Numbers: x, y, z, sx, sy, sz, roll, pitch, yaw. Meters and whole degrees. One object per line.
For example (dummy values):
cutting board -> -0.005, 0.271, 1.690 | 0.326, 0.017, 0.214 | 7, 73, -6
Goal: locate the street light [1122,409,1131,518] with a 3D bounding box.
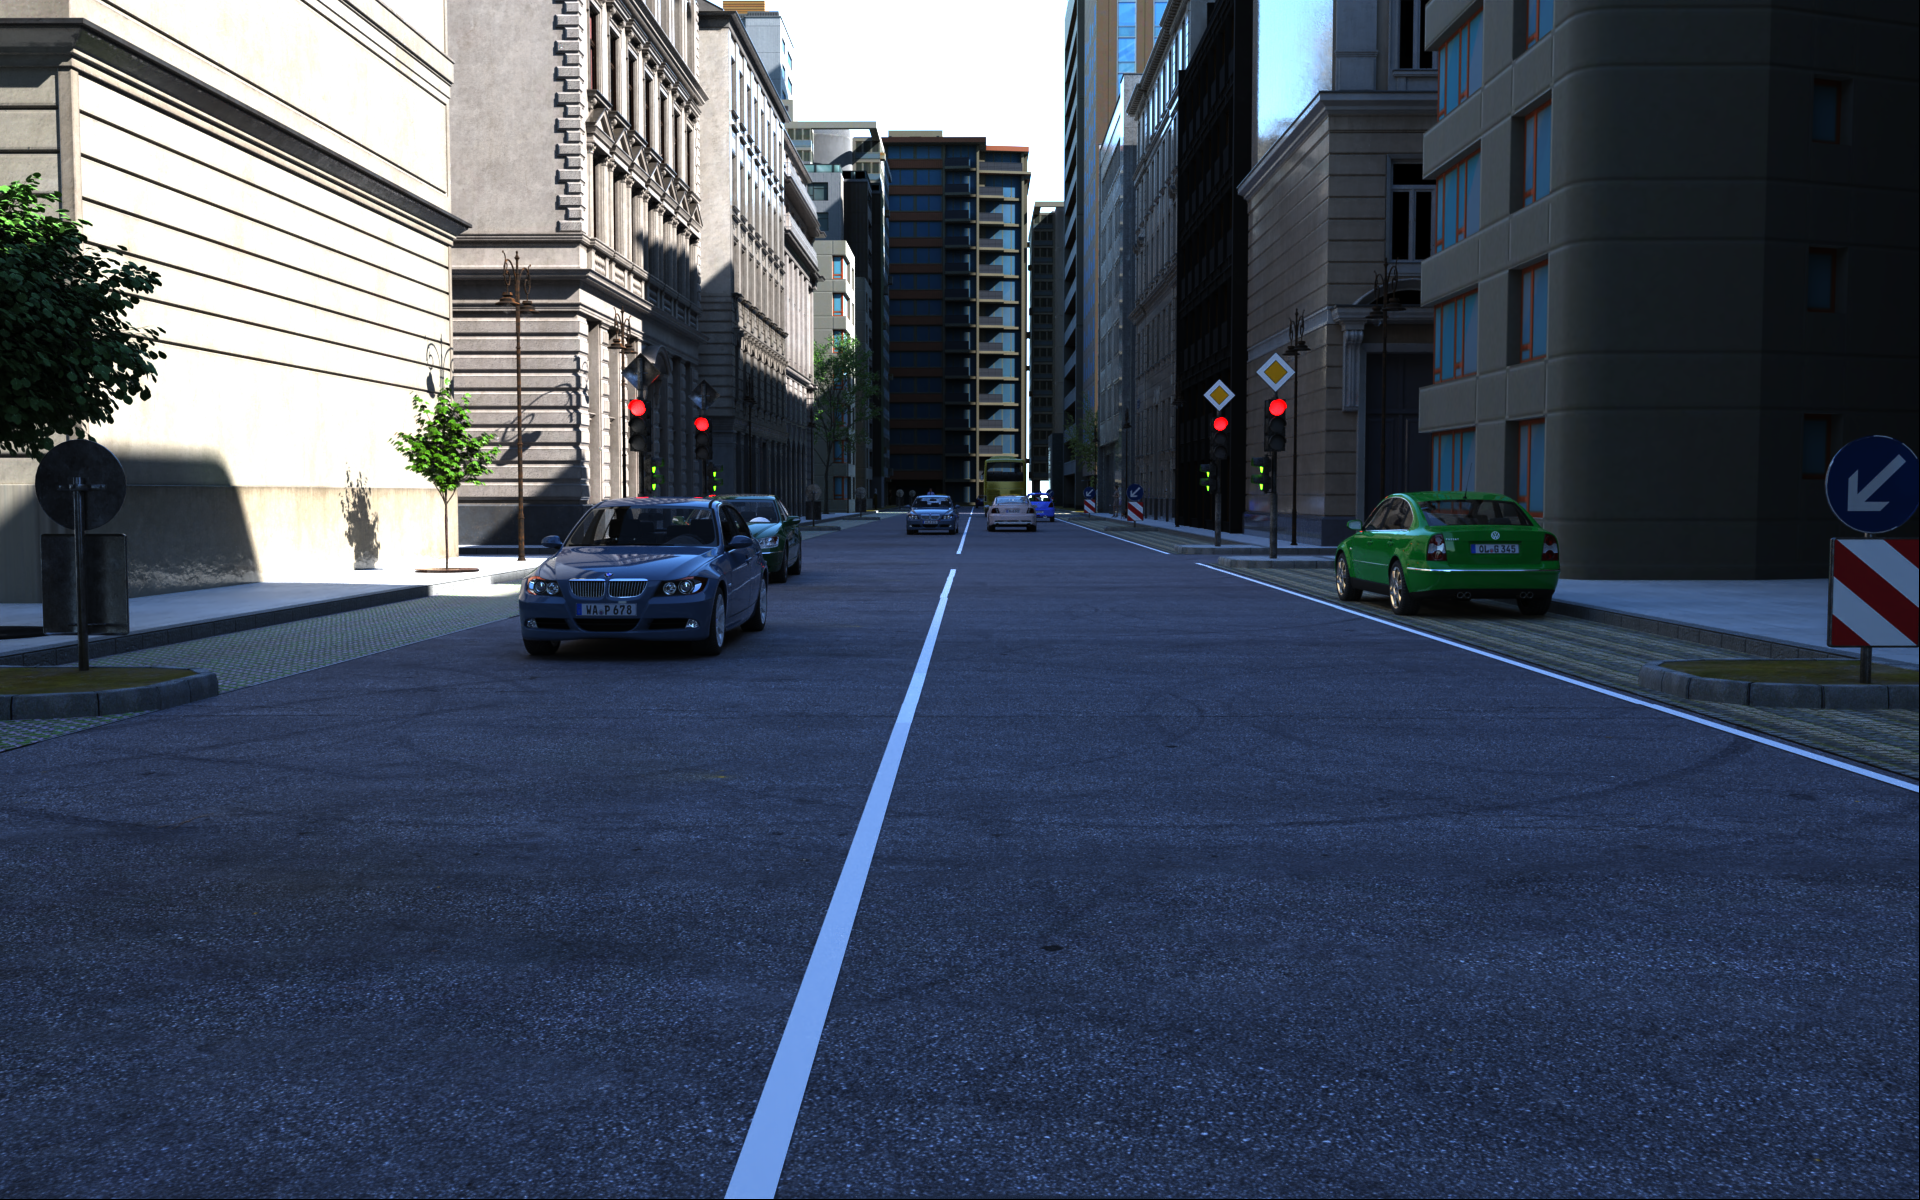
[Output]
street light -> 8.878, -7.307, 92.253 | 0.468, 5.910, 1.993 | 0, 4, 1

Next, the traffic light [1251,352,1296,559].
traffic light -> 6.224, -2.782, 34.403 | 0.839, 4.253, 0.868 | 0, 4, 1

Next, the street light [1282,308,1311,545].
street light -> 8.385, -4.313, 43.299 | 0.468, 5.910, 1.993 | 0, 4, 1

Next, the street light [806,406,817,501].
street light -> -7.811, -7.251, 91.348 | 0.468, 5.910, 1.993 | 0, 4, 1

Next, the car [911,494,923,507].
car -> -4.623, -11.211, 193.084 | 2.009, 1.686, 4.222 | 0, 4, -1

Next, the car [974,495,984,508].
car -> 2.433, -9.930, 174.943 | 1.945, 1.354, 3.894 | 0, 4, 1

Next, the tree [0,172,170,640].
tree -> -9.038, -1.953, 15.647 | 4.285, 4.588, 4.351 | 0, 3, 0

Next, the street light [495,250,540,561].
street light -> -8.418, -3.688, 33.079 | 0.468, 5.910, 1.993 | 0, 4, 1

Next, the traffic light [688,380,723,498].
traffic light -> -6.255, -3.277, 42.500 | 0.839, 4.253, 0.868 | 0, 4, 1

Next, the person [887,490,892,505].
person -> -7.935, -11.505, 194.668 | 0.721, 1.766, 1.217 | -1, 4, -22

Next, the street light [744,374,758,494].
street light -> -8.117, -5.761, 66.987 | 0.468, 5.910, 1.993 | 0, 4, 1

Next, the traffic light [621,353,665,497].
traffic light -> -6.336, -2.789, 34.515 | 0.839, 4.253, 0.868 | 0, 4, 1

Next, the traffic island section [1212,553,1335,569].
traffic island section -> 6.264, -0.748, 34.517 | 2.009, 0.180, 2.903 | 0, 4, 1

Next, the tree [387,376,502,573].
tree -> -8.332, -2.073, 28.500 | 1.663, 3.219, 1.824 | 0, 3, 0

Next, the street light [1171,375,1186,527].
street light -> 8.498, -5.794, 67.523 | 0.468, 5.910, 1.993 | 0, 4, 1

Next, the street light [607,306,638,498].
street light -> -8.302, -4.280, 42.764 | 0.468, 5.910, 1.993 | 0, 4, 1

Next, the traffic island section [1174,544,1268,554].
traffic island section -> 6.346, -1.237, 42.501 | 2.009, 0.180, 2.903 | 0, 4, 1

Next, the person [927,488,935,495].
person -> -2.085, -6.945, 121.912 | 0.709, 1.838, 0.599 | 0, 4, 8

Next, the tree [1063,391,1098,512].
tree -> 9.333, -10.416, 120.668 | 4.737, 8.622, 4.395 | 0, 3, 0

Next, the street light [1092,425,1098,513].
street light -> 9.126, -8.814, 116.897 | 0.468, 5.910, 1.993 | 0, 4, 1

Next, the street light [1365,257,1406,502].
street light -> 8.324, -3.745, 34.018 | 0.468, 5.910, 1.993 | 0, 4, 1

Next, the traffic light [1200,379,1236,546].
traffic light -> 6.306, -3.270, 42.388 | 0.839, 4.253, 0.868 | 0, 4, 1

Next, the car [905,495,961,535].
car -> -0.961, -3.097, 62.645 | 2.014, 1.417, 4.499 | 0, 4, 2

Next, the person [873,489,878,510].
person -> -7.075, -8.348, 143.259 | 0.721, 1.736, 1.217 | 0, 4, 2

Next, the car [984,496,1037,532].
car -> 1.995, -3.368, 67.430 | 2.083, 1.381, 4.827 | 0, 3, 0

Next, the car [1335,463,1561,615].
car -> 5.978, -0.790, 21.716 | 1.959, 1.807, 4.718 | 0, 4, -1

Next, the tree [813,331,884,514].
tree -> -8.421, -11.276, 110.124 | 9.928, 11.665, 9.643 | 0, 3, 0

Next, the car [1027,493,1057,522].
car -> 4.073, -4.924, 90.092 | 1.945, 1.707, 3.694 | 0, 4, 2

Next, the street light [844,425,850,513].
street light -> -7.527, -8.770, 116.175 | 0.468, 5.910, 1.993 | 0, 4, 1

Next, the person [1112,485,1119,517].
person -> 8.524, -5.420, 94.993 | 0.374, 1.781, 0.599 | -1, 4, -10

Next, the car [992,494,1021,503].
car -> 2.834, -5.382, 98.212 | 2.015, 1.641, 3.980 | 0, 4, -1
